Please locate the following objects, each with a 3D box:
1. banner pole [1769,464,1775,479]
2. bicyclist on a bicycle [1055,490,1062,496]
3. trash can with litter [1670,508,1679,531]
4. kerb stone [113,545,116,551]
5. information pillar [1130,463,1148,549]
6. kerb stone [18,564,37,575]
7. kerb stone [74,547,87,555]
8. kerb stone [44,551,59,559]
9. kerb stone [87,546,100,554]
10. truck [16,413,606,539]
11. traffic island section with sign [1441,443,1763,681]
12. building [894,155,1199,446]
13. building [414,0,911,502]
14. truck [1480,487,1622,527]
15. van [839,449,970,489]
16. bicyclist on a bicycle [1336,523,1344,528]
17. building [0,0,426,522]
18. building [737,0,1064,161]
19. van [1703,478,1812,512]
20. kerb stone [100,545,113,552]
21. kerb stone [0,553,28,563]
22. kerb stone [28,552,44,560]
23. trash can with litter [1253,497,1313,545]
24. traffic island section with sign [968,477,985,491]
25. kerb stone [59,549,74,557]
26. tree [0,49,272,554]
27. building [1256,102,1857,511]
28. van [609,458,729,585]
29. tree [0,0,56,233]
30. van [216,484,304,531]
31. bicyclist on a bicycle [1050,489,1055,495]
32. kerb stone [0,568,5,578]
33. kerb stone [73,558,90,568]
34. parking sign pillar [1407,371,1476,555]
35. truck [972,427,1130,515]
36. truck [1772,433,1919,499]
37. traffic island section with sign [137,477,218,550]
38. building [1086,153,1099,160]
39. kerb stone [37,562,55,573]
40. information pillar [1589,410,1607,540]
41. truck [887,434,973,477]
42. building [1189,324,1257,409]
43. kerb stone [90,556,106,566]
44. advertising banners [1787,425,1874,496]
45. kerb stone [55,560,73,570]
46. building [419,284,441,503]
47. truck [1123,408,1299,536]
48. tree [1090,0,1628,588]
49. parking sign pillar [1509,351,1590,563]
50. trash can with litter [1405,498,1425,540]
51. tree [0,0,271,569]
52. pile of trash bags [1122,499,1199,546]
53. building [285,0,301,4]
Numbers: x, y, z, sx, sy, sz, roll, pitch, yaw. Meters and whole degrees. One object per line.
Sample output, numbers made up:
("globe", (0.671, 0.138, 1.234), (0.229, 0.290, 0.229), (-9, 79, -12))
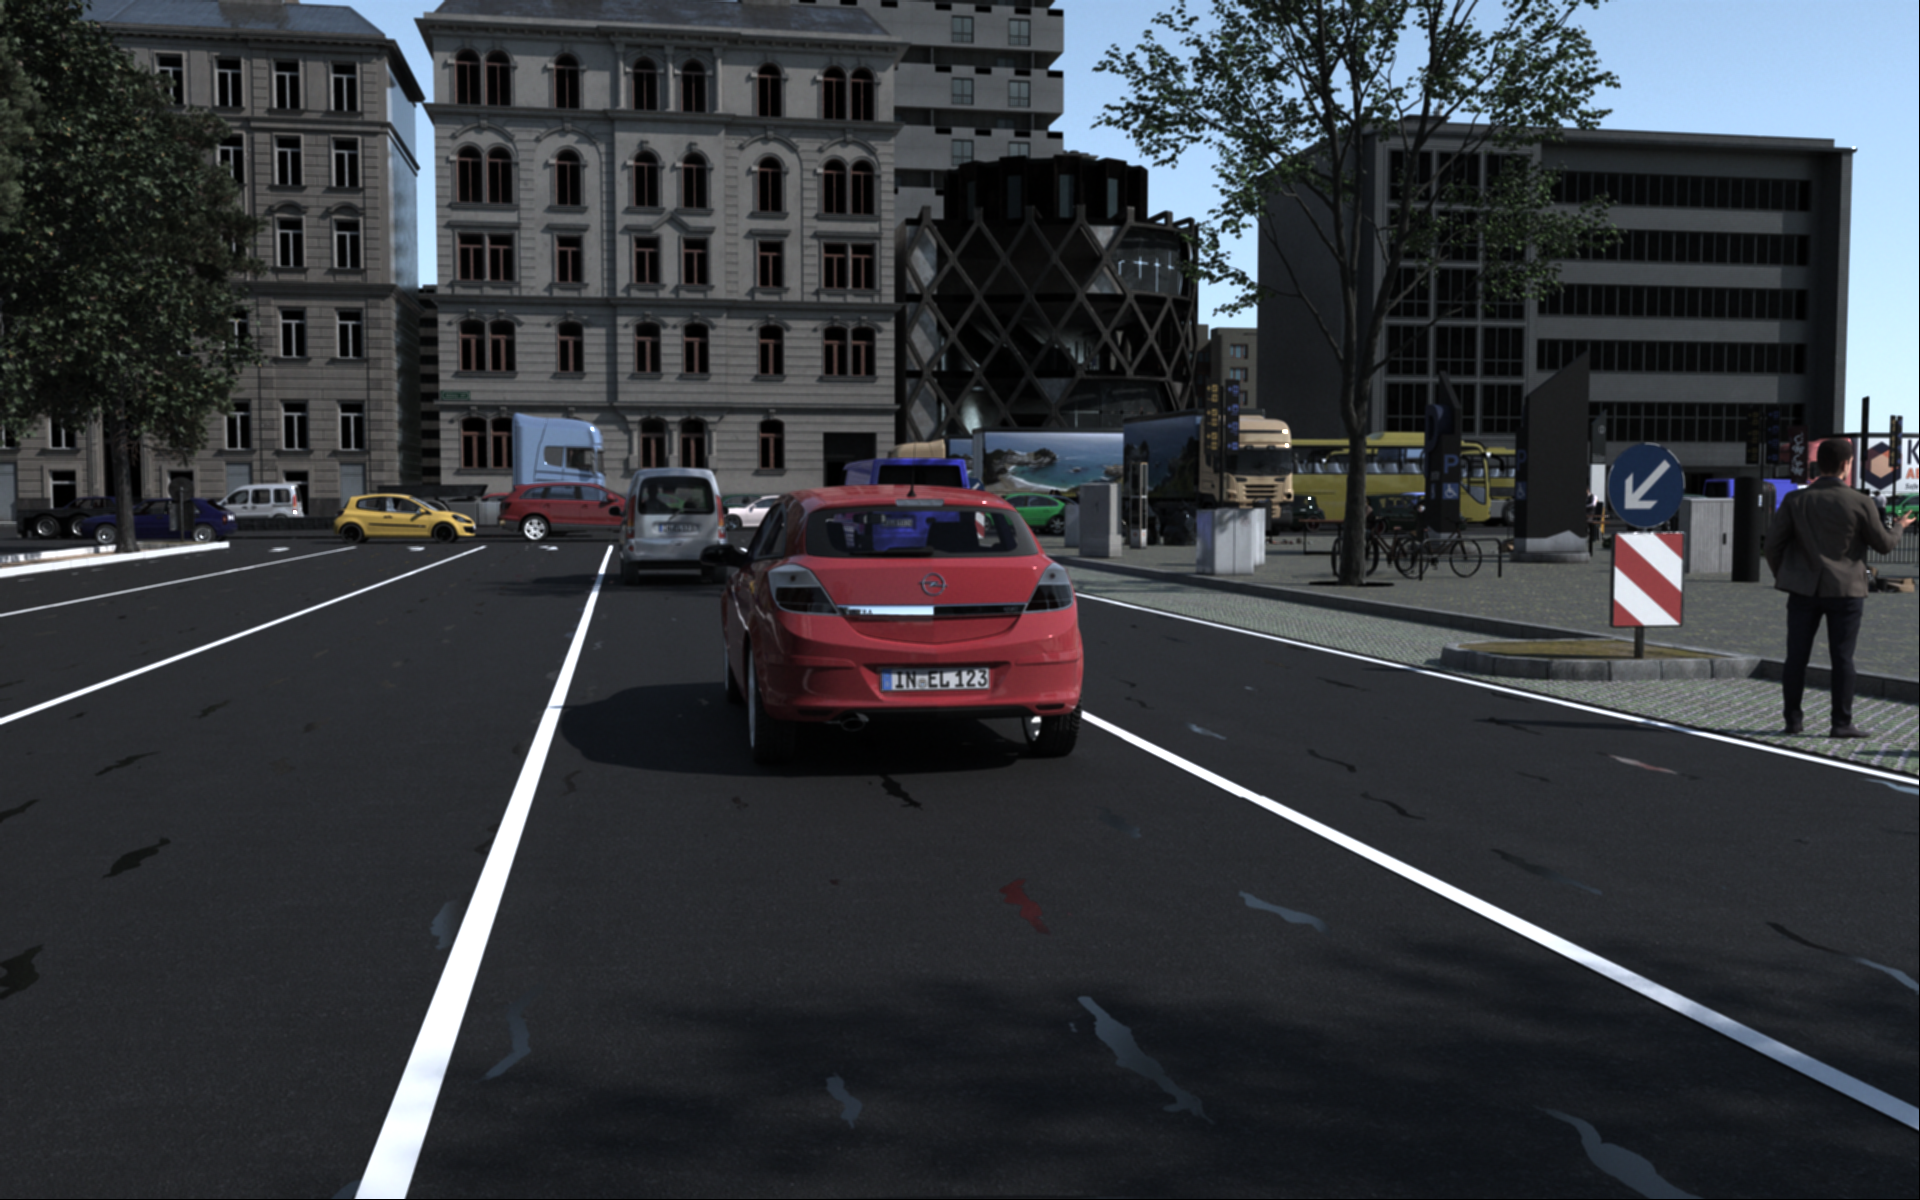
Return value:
("banner pole", (44.428, -6.397, 94.615), (0.863, 3.779, 0.401), (0, 4, -3))
("bicyclist on a bicycle", (3.890, -3.688, 70.322), (1.625, 1.676, 1.499), (-1, 4, -10))
("trash can with litter", (13.535, -1.241, 31.677), (1.055, 1.170, 0.624), (2, 4, 24))
("kerb stone", (-21.297, -1.308, 43.584), (0.120, 0.150, 1.000), (-1, 4, -11))
("information pillar", (4.183, -2.207, 40.580), (0.304, 2.012, 0.304), (3, 4, 36))
("kerb stone", (-16.734, -0.526, 30.883), (0.120, 0.150, 1.000), (-1, 4, -11))
("kerb stone", (-20.717, -1.121, 40.550), (0.120, 0.150, 1.000), (-1, 4, -11))
("kerb stone", (-20.332, -0.998, 38.531), (0.120, 0.150, 1.000), (-1, 4, -11))
("kerb stone", (-20.910, -1.185, 41.563), (0.120, 0.150, 1.000), (-1, 4, -11))
("truck", (-20.551, -4.118, 57.089), (18.799, 4.110, 2.967), (-1, 4, -12))
("traffic island section with sign", (5.064, -0.338, 14.153), (1.989, 1.847, 2.006), (-1, 4, -11))
("building", (4.341, -13.965, 95.775), (16.811, 18.784, 16.820), (-1, 4, -11))
("building", (-15.247, -18.536, 90.459), (23.554, 28.519, 14.401), (-1, 4, -11))
("truck", (27.014, -5.355, 77.313), (18.799, 4.110, 2.967), (-1, 4, -12))
("van", (-1.175, -1.675, 31.769), (2.240, 2.365, 5.245), (-1, 4, -12))
("bicyclist on a bicycle", (16.405, -3.799, 72.136), (1.625, 1.676, 1.499), (-1, 4, -11))
("building", (-39.765, -17.585, 84.780), (25.104, 27.353, 12.463), (-1, 4, -11))
("building", (-5.834, -35.166, 164.208), (28.713, 52.752, 27.495), (-1, 4, -11))
("van", (33.084, -4.054, 70.674), (5.245, 2.365, 2.240), (-1, 4, -11))
("kerb stone", (-21.092, -1.247, 42.577), (0.120, 0.150, 1.000), (-1, 4, -11))
("kerb stone", (-19.938, -0.875, 36.496), (0.120, 0.150, 1.000), (-1, 4, -11))
("kerb stone", (-20.132, -0.937, 37.512), (0.120, 0.150, 1.000), (-1, 4, -11))
("trash can with litter", (8.207, -2.059, 44.723), (2.233, 1.210, 1.678), (-1, 4, -16))
("traffic island section with sign", (0.020, -1.958, 40.633), (1.989, 1.847, 2.006), (-1, 4, -11))
("kerb stone", (-20.517, -1.055, 39.543), (0.120, 0.150, 1.000), (-1, 4, -11))
("tree", (-20.125, -7.141, 41.262), (6.751, 12.117, 7.091), (0, 3, 0))
("building", (33.748, -17.154, 99.534), (30.058, 24.678, 14.314), (-1, 4, -11))
("van", (-4.826, -1.339, 28.904), (2.013, 2.044, 4.112), (-1, 4, -12))
("tree", (-16.548, -6.913, 22.912), (7.806, 13.903, 7.818), (0, 3, 0))
("van", (-28.204, -3.763, 68.535), (4.112, 2.044, 2.013), (-1, 4, -12))
("bicyclist on a bicycle", (3.647, -3.554, 68.127), (1.499, 1.676, 1.625), (-1, 4, -11))
("kerb stone", (-16.534, -0.462, 29.875), (0.120, 0.150, 1.000), (-1, 4, -11))
("kerb stone", (-17.313, -0.717, 33.922), (0.120, 0.150, 1.000), (-1, 4, -11))
("parking sign pillar", (10.399, -2.986, 37.301), (1.447, 3.967, 1.447), (0, 4, 0))
("truck", (6.257, -5.221, 74.280), (11.283, 4.237, 2.839), (-1, 4, -11))
("truck", (42.826, -5.612, 80.672), (11.283, 4.237, 2.839), (-1, 4, -12))
("traffic island section with sign", (-20.582, -2.282, 45.452), (2.006, 1.907, 1.989), (-1, 4, -11))
("building", (5.872, -41.171, 262.381), (27.495, 52.752, 28.713), (-1, 4, -11))
("kerb stone", (-16.932, -0.589, 31.891), (0.120, 0.150, 1.000), (-1, 4, -11))
("information pillar", (17.704, -3.469, 48.080), (0.504, 3.616, 0.183), (-1, 4, -19))
("truck", (1.449, -5.733, 82.640), (11.283, 4.237, 2.839), (-1, 4, -11))
("building", (20.059, -21.713, 200.040), (28.899, 21.520, 27.650), (-1, 4, -11))
("kerb stone", (-17.500, -0.779, 34.933), (0.120, 0.150, 1.000), (-1, 4, -11))
("advertising banners", (21.735, -2.884, 43.335), (2.074, 3.025, 0.090), (3, 5, 44))
("kerb stone", (-17.127, -0.651, 32.907), (0.120, 0.150, 1.000), (-1, 4, -11))
("building", (-72.330, -28.785, 242.327), (14.107, 30.474, 14.160), (-1, 4, -11))
("truck", (8.390, -4.291, 59.073), (2.839, 4.237, 11.283), (-1, 4, -12))
("tree", (5.514, -5.994, 23.765), (9.928, 11.665, 9.643), (0, 3, 0))
("parking sign pillar", (11.140, -2.700, 32.621), (1.447, 3.967, 1.447), (-1, 4, -16))
("trash can with litter", (12.721, -2.246, 48.115), (0.624, 1.170, 1.055), (-1, 4, -20))
("tree", (-18.171, -6.864, 31.696), (9.611, 12.733, 9.660), (0, 3, 0))
("pile of trash bags", (4.593, -2.108, 44.220), (3.447, 1.369, 1.912), (2, 4, 32))
("building", (-62.347, -30.160, 143.221), (14.600, 45.320, 14.200), (-1, 4, -11))
